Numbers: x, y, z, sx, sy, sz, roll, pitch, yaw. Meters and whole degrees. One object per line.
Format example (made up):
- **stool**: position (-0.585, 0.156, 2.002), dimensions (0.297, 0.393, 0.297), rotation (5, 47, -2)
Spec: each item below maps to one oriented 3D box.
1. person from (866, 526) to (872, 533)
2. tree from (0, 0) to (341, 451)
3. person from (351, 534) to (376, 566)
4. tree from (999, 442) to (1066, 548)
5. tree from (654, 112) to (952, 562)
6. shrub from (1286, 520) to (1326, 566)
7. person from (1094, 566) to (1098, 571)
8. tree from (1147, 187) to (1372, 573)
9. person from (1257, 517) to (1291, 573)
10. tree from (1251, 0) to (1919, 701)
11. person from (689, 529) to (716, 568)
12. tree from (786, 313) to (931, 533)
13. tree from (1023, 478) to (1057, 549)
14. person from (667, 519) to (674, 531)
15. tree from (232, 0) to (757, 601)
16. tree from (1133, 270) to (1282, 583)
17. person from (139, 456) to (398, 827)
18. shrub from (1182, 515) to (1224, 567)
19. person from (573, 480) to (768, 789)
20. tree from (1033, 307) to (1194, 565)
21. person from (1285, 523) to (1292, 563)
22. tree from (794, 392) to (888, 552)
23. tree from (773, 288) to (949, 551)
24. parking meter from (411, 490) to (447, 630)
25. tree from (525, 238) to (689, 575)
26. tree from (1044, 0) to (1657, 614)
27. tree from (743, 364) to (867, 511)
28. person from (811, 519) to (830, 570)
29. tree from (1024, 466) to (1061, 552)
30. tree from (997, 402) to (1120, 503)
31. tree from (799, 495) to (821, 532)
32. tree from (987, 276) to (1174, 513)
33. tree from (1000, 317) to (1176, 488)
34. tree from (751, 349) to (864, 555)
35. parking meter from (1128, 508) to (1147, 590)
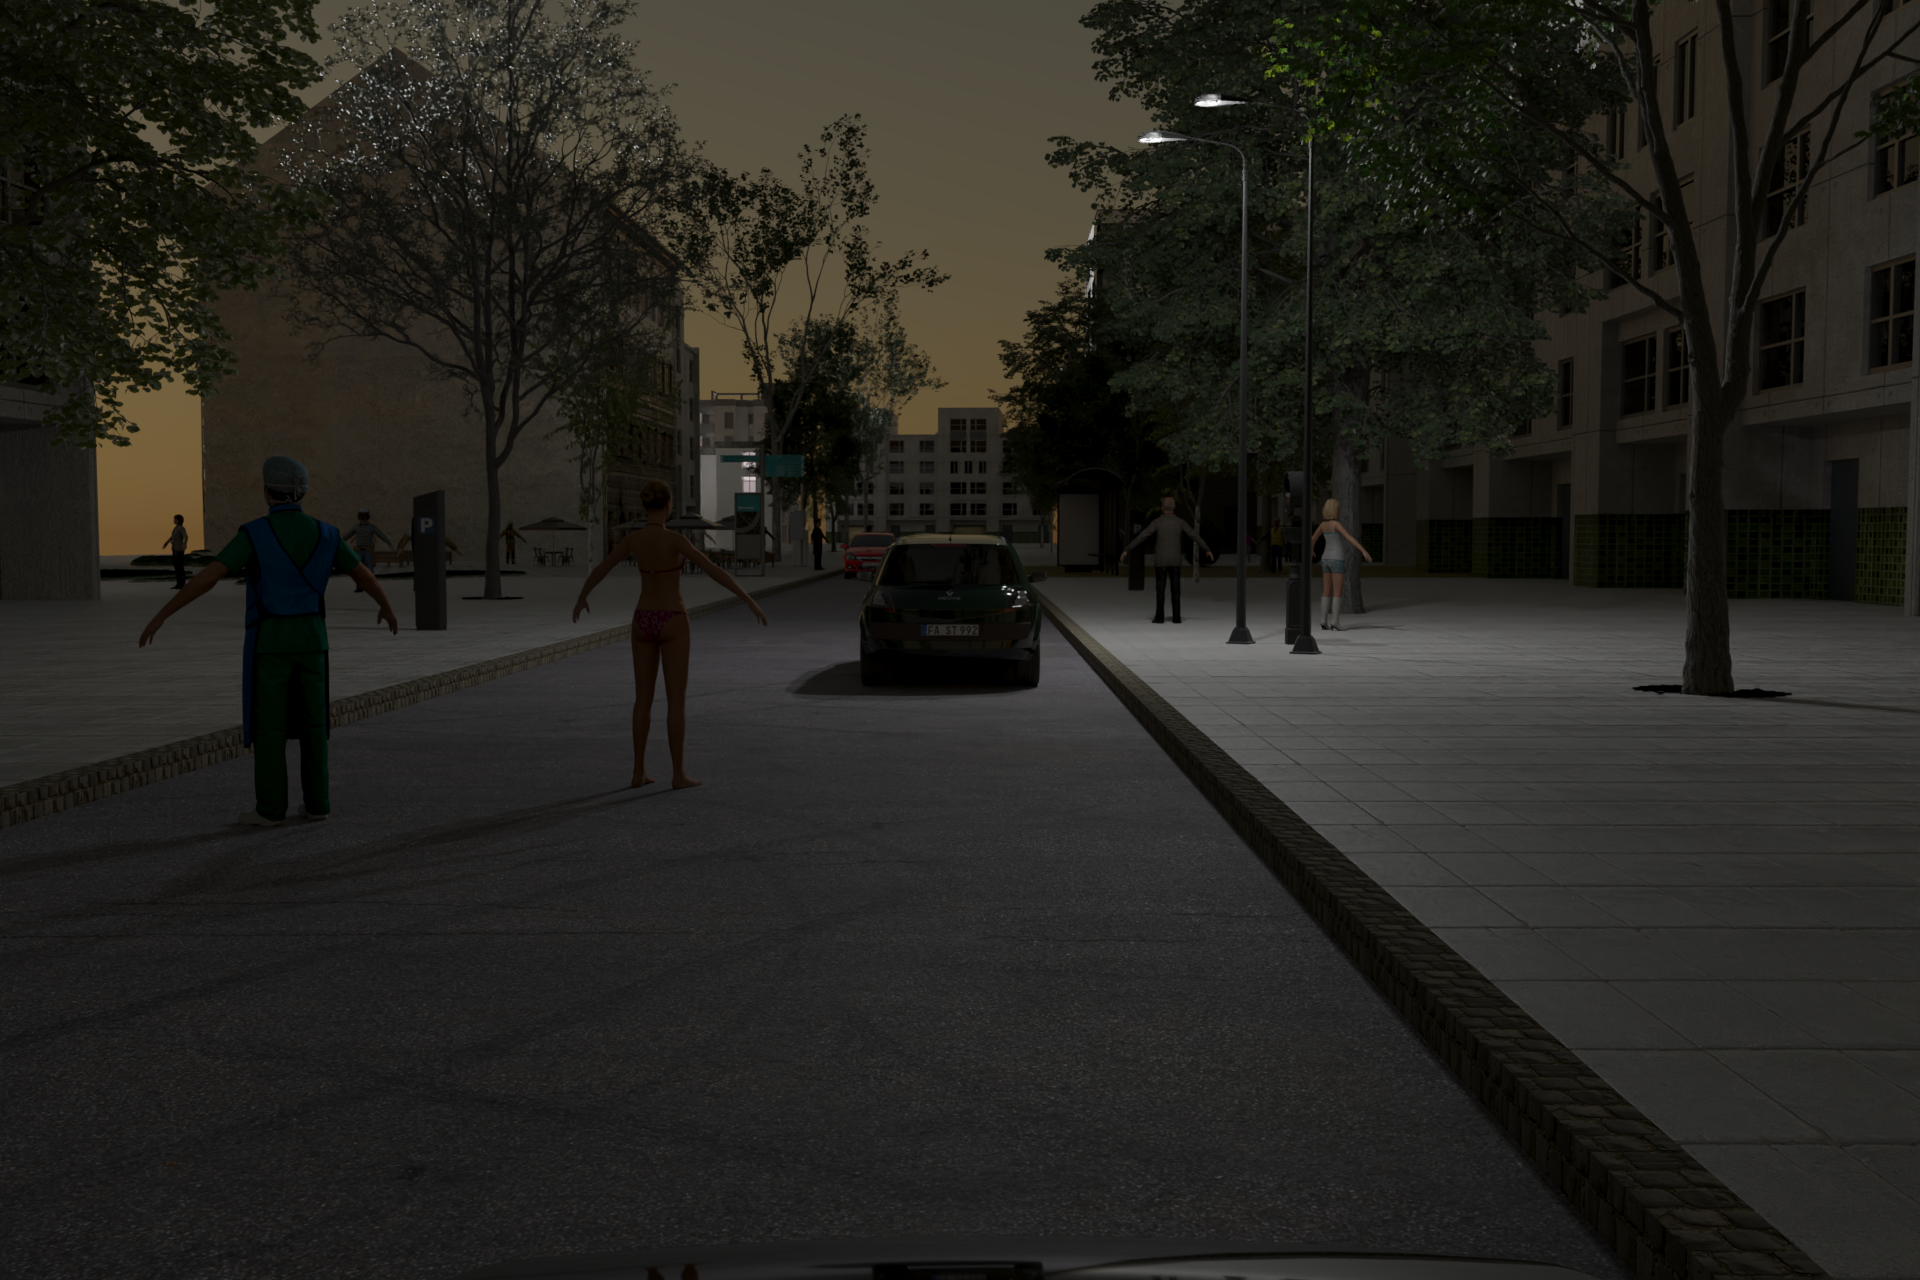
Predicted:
- **person**: position (-3.230, -3.319, 63.442), dimensions (0.721, 1.740, 1.216), rotation (-2, 4, -30)
- **tree**: position (-9.555, -5.915, 14.833), dimensions (7.486, 12.596, 7.792), rotation (0, 3, 0)
- **person**: position (-24.017, -3.899, 69.887), dimensions (1.345, 1.843, 0.704), rotation (2, 4, 26)
- **tree**: position (7.621, -14.168, 157.404), dimensions (9.928, 11.665, 9.643), rotation (0, 3, 0)
- **tree**: position (-7.147, -13.561, 77.617), dimensions (12.611, 20.169, 13.585), rotation (0, 3, 0)
- **shrub**: position (14.065, -4.035, 70.387), dimensions (1.690, 2.028, 1.600), rotation (0, 3, 0)
- **person**: position (4.590, -3.300, 60.228), dimensions (1.348, 1.796, 0.705), rotation (1, 4, 14)
- **tree**: position (10.056, -8.536, 57.683), dimensions (7.486, 12.596, 7.792), rotation (0, 3, 0)
- **person**: position (10.362, -3.104, 56.715), dimensions (1.349, 1.833, 0.705), rotation (3, 5, 41)
- **tree**: position (6.069, -5.379, 13.702), dimensions (9.928, 11.665, 9.643), rotation (0, 3, 0)
- **person**: position (-9.810, -3.629, 65.522), dimensions (1.347, 1.806, 0.705), rotation (2, 4, 33)
- **tree**: position (-9.374, -17.975, 149.776), dimensions (12.611, 20.169, 13.585), rotation (0, 3, 0)
- **tree**: position (7.263, -12.096, 148.128), dimensions (4.737, 8.622, 4.395), rotation (0, 3, 0)
- **person**: position (-10.008, -3.278, 59.817), dimensions (0.704, 1.802, 1.346), rotation (2, 4, 29)
- **tree**: position (-9.026, -7.537, 33.598), dimensions (12.009, 13.543, 11.850), rotation (0, 3, 0)
- **tree**: position (6.322, -5.818, 45.493), dimensions (4.737, 8.622, 4.395), rotation (0, 3, 0)
- **person**: position (-3.357, -0.001, 8.600), dimensions (0.704, 1.817, 1.347), rotation (3, 5, 40)
- **shrub**: position (9.357, -3.836, 66.767), dimensions (1.661, 2.075, 1.752), rotation (0, 3, 0)
- **person**: position (-1.673, -0.037, 9.859), dimensions (1.217, 1.733, 0.721), rotation (1, 4, 17)
- **tree**: position (6.811, -8.406, 71.844), dimensions (8.767, 10.594, 7.601), rotation (1, 4, 20)
- **person**: position (14.791, -4.354, 77.648), dimensions (1.216, 1.772, 0.721), rotation (-1, 4, -22)
- **tree**: position (-8.907, -12.059, 122.918), dimensions (9.928, 11.665, 9.643), rotation (0, 3, 0)
- **tree**: position (-7.635, -16.968, 133.308), dimensions (12.611, 20.169, 13.585), rotation (0, 3, 0)
- **parking meter**: position (-7.085, -1.064, 23.111), dimensions (0.399, 1.863, 0.255), rotation (0, 4, 1)
- **tree**: position (-9.239, -5.742, 44.245), dimensions (4.737, 8.622, 4.395), rotation (0, 3, 0)
- **tree**: position (6.120, -7.404, 27.705), dimensions (9.857, 13.997, 8.962), rotation (0, 3, 0)
- **tree**: position (-8.179, -9.716, 93.263), dimensions (7.601, 10.594, 8.767), rotation (-3, 5, -43)
- **person**: position (-5.049, -3.429, 61.998), dimensions (0.705, 1.837, 1.347), rotation (2, 4, 23)
- **tree**: position (6.508, -10.546, 122.784), dimensions (4.360, 8.622, 3.978), rotation (0, 3, 0)
- **tree**: position (6.341, -10.482, 105.787), dimensions (8.767, 10.594, 7.601), rotation (0, 4, 6)
- **tree**: position (-21.411, -18.082, 245.997), dimensions (4.737, 8.622, 4.395), rotation (0, 3, 0)
- **tree**: position (6.444, -10.812, 83.438), dimensions (9.857, 13.997, 8.962), rotation (0, 3, 0)
- **tree**: position (7.267, -11.270, 94.636), dimensions (12.009, 13.543, 11.850), rotation (0, 3, 0)
- **tree**: position (-9.195, -11.503, 106.195), dimensions (7.486, 12.596, 7.792), rotation (0, 3, 0)
- **parking meter**: position (4.041, -2.063, 39.435), dimensions (0.399, 1.863, 0.255), rotation (0, 4, 1)
